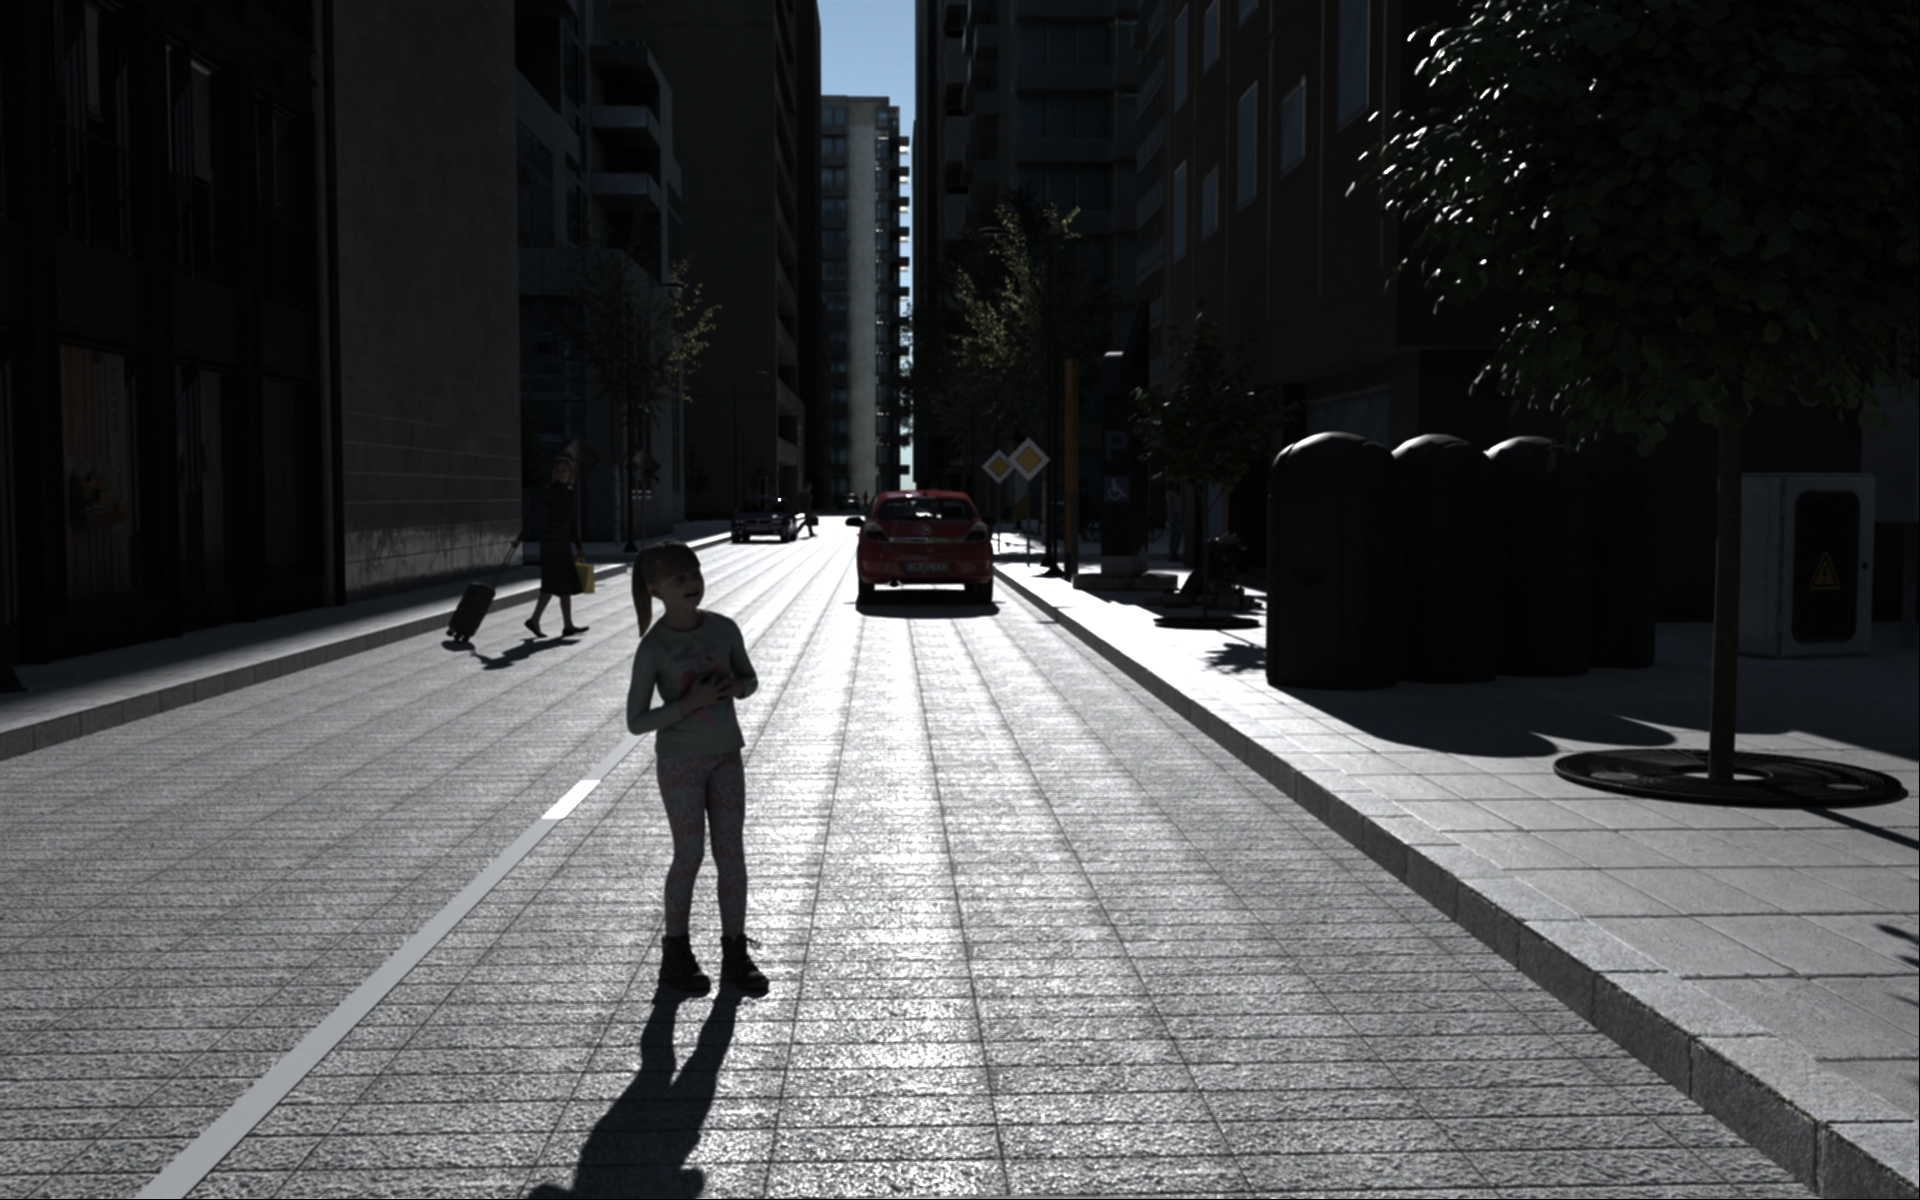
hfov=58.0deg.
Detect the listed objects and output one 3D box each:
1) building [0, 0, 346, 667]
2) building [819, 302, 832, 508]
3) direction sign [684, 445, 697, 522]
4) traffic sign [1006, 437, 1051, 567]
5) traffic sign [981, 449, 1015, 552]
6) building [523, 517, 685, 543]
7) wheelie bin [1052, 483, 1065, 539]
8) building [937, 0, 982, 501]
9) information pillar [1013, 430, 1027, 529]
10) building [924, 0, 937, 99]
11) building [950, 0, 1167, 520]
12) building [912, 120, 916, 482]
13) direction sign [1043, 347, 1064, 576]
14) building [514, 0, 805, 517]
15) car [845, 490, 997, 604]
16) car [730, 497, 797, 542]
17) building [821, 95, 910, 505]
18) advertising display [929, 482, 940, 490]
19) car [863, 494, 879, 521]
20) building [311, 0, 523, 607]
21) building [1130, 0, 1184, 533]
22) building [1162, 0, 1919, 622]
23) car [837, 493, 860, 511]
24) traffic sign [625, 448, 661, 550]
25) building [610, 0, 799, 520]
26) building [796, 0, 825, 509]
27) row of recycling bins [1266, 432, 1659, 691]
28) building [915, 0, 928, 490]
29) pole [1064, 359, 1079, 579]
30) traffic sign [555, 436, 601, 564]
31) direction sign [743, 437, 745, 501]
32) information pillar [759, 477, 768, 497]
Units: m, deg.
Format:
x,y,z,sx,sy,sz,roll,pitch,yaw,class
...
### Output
x,y,z,sx,sy,sz,roll,pitch,yaw,class
-12.904,-11.100,11.157,12.332,23.373,15.834,0,4,-2,building
-27.904,-20.198,175.273,28.899,21.520,27.650,0,4,-2,building
-12.396,-5.363,79.676,0.379,3.537,0.876,2,4,30,direction sign
1.201,-1.641,30.469,0.795,2.450,0.064,0,4,-2,traffic sign
0.861,-2.129,38.446,0.795,2.450,0.064,0,4,-2,traffic sign
-20.690,-45.600,58.226,22.319,86.520,31.000,0,4,-2,building
2.874,-2.545,49.523,0.980,1.594,0.693,2,4,24,wheelie bin
12.020,-33.252,132.910,28.713,52.752,27.495,0,4,-2,building
2.213,-4.390,63.127,0.504,3.616,0.183,-1,4,-11,information pillar
3.877,-30.813,153.908,14.600,45.320,14.200,0,4,-2,building
11.607,-29.271,98.194,23.786,49.044,30.456,0,4,-2,building
1.623,-33.844,203.456,14.200,45.320,14.600,0,4,-2,building
1.501,-2.155,27.225,0.379,3.537,0.876,0,4,7,direction sign
-22.465,-49.763,126.304,22.319,86.520,31.000,0,4,-2,building
-0.530,-0.925,24.171,2.155,1.783,4.494,0,4,-3,car
-5.927,-2.444,52.540,1.945,1.354,3.894,0,4,-1,car
-21.351,-35.947,207.342,30.456,49.044,23.786,0,4,-2,building
-1.338,-5.227,90.673,0.123,1.923,0.974,-2,4,-29,advertising display
-2.529,-3.165,63.539,2.131,1.459,4.920,0,4,-1,car
-15.753,-10.342,23.849,16.860,20.320,10.420,0,4,-2,building
18.508,-22.157,54.150,23.993,40.220,32.217,0,4,-2,building
10.776,-22.793,22.774,14.600,45.320,14.200,0,4,-2,building
-9.471,-8.496,147.707,1.959,1.807,4.718,0,4,-1,car
-6.977,-2.110,38.135,0.795,2.450,0.064,0,4,-2,traffic sign
-20.063,-28.745,93.678,21.300,48.544,21.600,0,4,-2,building
-19.171,-30.591,150.280,14.600,45.320,14.200,0,4,-2,building
3.697,-0.319,12.336,3.534,1.692,1.069,-2,4,-32,row of recycling bins
6.000,-38.717,175.015,21.231,58.520,28.212,0,4,-2,building
1.687,-1.979,26.201,0.158,3.312,0.155,0,3,0,pole
-6.637,-1.622,30.157,0.795,2.450,0.064,0,4,-2,traffic sign
-8.652,-4.737,69.452,0.379,3.537,0.876,0,4,-4,direction sign
-8.415,-4.268,74.279,0.304,2.012,0.304,1,4,13,information pillar
